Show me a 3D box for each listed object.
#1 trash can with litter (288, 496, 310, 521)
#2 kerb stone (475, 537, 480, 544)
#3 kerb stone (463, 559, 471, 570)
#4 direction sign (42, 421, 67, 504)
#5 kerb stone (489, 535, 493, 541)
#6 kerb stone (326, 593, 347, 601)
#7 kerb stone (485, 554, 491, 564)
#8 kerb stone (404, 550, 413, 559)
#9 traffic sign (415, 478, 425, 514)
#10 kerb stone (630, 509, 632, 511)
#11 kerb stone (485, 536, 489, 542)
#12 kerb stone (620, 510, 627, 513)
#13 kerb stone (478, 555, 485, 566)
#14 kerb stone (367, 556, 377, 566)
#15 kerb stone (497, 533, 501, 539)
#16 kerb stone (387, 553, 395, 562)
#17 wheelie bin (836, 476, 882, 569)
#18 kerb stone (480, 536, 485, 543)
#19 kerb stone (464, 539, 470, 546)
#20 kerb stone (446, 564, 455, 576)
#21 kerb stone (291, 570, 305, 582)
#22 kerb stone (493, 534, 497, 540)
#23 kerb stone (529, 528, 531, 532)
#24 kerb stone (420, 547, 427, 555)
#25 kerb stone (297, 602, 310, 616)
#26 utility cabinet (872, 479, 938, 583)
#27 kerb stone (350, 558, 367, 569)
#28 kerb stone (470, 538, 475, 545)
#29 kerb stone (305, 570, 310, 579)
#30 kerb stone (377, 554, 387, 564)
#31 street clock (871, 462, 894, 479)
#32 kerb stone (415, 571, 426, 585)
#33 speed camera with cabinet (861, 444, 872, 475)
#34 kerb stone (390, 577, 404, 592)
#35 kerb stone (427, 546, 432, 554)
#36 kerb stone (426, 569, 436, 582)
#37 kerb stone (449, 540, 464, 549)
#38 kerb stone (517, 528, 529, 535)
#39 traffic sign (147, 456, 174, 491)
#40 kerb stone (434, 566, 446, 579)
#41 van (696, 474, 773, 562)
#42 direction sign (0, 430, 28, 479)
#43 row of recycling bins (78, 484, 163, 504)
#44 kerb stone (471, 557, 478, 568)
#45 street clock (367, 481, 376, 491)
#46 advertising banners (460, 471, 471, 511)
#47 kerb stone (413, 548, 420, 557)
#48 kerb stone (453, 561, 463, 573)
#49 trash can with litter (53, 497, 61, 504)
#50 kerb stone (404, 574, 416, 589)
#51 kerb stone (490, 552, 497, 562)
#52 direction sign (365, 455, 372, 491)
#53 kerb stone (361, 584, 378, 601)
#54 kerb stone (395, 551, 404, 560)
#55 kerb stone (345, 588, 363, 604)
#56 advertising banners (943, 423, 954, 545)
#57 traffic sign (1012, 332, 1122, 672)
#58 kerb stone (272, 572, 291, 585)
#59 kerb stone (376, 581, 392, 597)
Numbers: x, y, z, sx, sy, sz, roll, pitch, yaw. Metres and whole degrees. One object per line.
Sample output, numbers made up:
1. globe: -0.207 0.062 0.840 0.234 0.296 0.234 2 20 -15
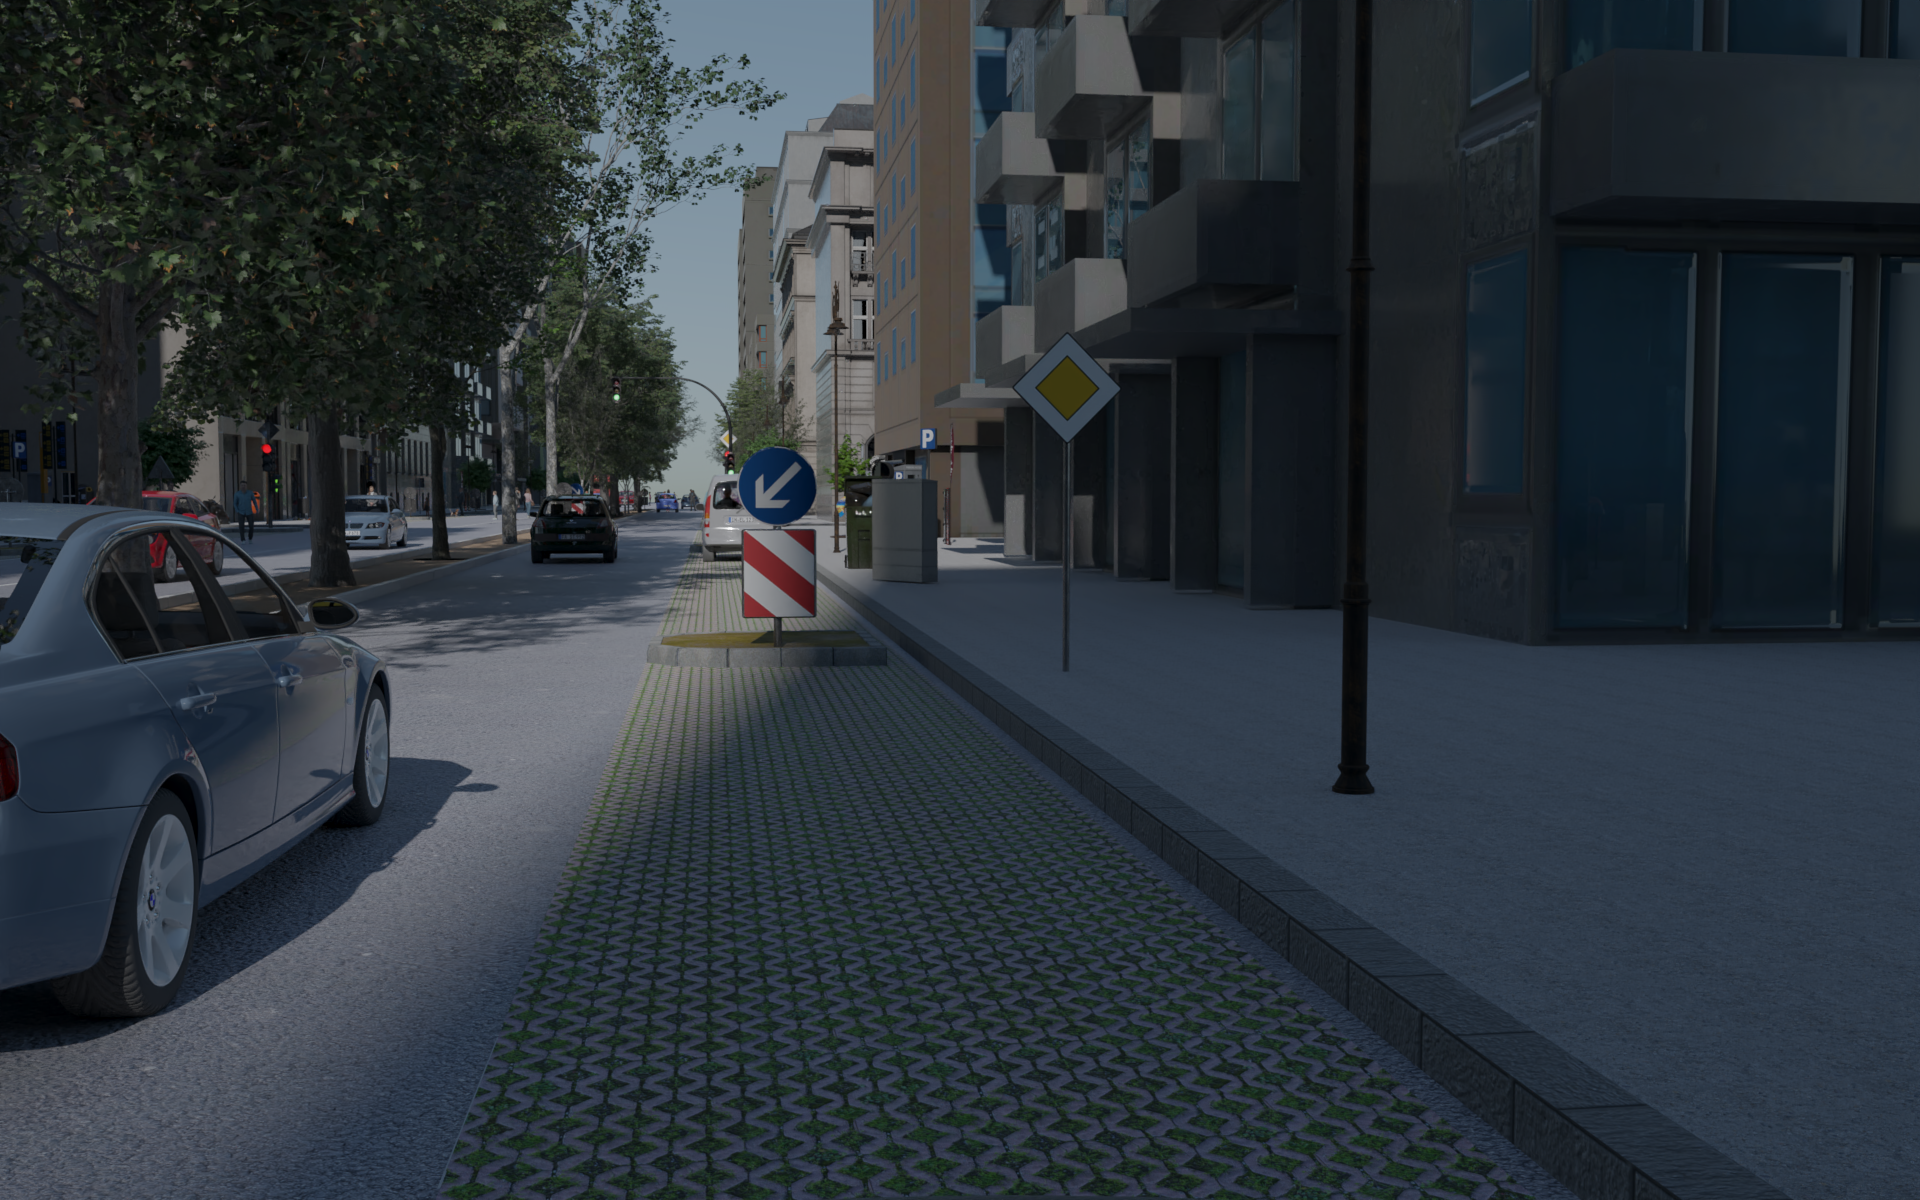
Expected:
1. trash can with litter: -31.572 -4.487 84.420 2.233 1.210 1.678 -1 4 -22
2. kerb stone: -13.942 -1.673 49.552 0.120 0.150 1.000 -1 4 -8
3. kerb stone: -9.391 -0.637 32.612 0.120 0.150 1.000 -1 4 -8
4. direction sign: -28.247 -3.797 54.079 0.876 3.537 0.379 1 4 16
5. kerb stone: -14.387 -1.859 52.592 0.120 0.150 1.000 -1 4 -8
6. kerb stone: -7.792 0.047 21.434 0.120 0.150 1.000 -1 4 -8
7. kerb stone: -9.832 -0.823 35.653 0.120 0.150 1.000 -1 4 -8
8. kerb stone: -12.333 -0.990 38.378 0.120 0.150 1.000 -1 4 -8
9. traffic sign: -34.415 -6.619 110.349 0.606 2.300 0.079 0 4 0
10. kerb stone: -27.548 -7.478 144.467 0.120 0.150 1.000 -1 4 -8
11. kerb stone: -14.240 -1.797 51.580 0.120 0.150 1.000 -1 4 -8
12. kerb stone: -26.087 -6.858 134.316 0.120 0.150 1.000 -1 4 -8
13. kerb stone: -9.680 -0.761 34.642 0.120 0.150 1.000 -1 4 -8
14. kerb stone: -11.762 -0.741 34.308 0.120 0.150 1.000 -1 4 -8
15. kerb stone: -14.665 -1.983 54.618 0.120 0.150 1.000 -1 4 -8
16. kerb stone: -12.057 -0.865 36.346 0.120 0.150 1.000 -1 4 -8
17. wheelie bin: -1.633 -1.339 29.798 0.980 1.594 0.693 0 4 -6
18. kerb stone: -14.084 -1.735 50.570 0.120 0.150 1.000 -1 4 -8
19. kerb stone: -13.654 -1.547 47.520 0.120 0.150 1.000 -1 4 -8
20. kerb stone: -9.102 -0.507 30.583 0.120 0.150 1.000 -1 4 -8
21. kerb stone: -10.895 -0.368 28.223 0.120 0.150 1.000 -1 4 -8
22. kerb stone: -14.525 -1.920 53.605 0.120 0.150 1.000 -1 4 -8
23. kerb stone: -15.983 -2.537 63.755 0.120 0.150 1.000 -1 4 -8
24. kerb stone: -12.639 -1.113 40.410 0.120 0.150 1.000 -1 4 -8
25. kerb stone: -7.640 0.109 20.414 0.120 0.150 1.000 -1 4 -8
26. utility cabinet: -0.798 -1.012 25.220 0.318 1.500 1.173 -3 5 -40
27. kerb stone: -11.608 -0.677 33.291 0.120 0.150 1.000 -1 4 -8
28. kerb stone: -13.805 -1.607 48.538 0.120 0.150 1.000 -1 4 -8
29. kerb stone: -11.036 -0.419 29.237 0.120 0.150 1.000 -1 4 -8
30. kerb stone: -11.899 -0.803 35.327 0.120 0.150 1.000 -1 4 -8
31. street clock: -1.735 -2.109 39.050 0.471 2.002 0.358 1 4 23
32. kerb stone: -8.674 -0.327 27.540 0.120 0.150 1.000 -1 4 -8
33. speed camera with cabinet: -3.323 -4.549 68.714 0.660 3.252 2.038 -3 4 -37
34. kerb stone: -8.375 -0.202 25.503 0.120 0.150 1.000 -1 4 -8
35. kerb stone: -12.778 -1.176 41.429 0.120 0.150 1.000 -1 4 -8
36. kerb stone: -8.823 -0.389 28.551 0.120 0.150 1.000 -1 4 -8
37. kerb stone: -13.510 -1.482 46.509 0.120 0.150 1.000 -1 4 -8
38. kerb stone: -15.835 -2.480 62.739 0.120 0.150 1.000 -1 4 -8
39. traffic sign: -27.060 -3.587 58.648 0.884 2.594 0.081 0 4 -5
40. kerb stone: -8.961 -0.451 29.567 0.120 0.150 1.000 -1 4 -8
41. van: -4.749 -1.875 37.675 2.013 2.044 4.112 0 4 -7
42. direction sign: -33.302 -4.218 60.964 0.876 3.537 0.379 -1 4 -20
43. row of recycling bins: -35.264 -3.999 72.492 3.534 1.692 1.069 -3 4 -37
44. kerb stone: -9.545 -0.699 33.628 0.120 0.150 1.000 -1 4 -8
45. street clock: -32.297 -5.534 95.056 0.471 2.002 0.358 2 4 28
46. advertising banners: -37.386 -8.241 130.935 0.090 3.025 2.074 0 4 4
47. kerb stone: -12.487 -1.052 39.394 0.120 0.150 1.000 -1 4 -8
48. kerb stone: -9.248 -0.575 31.600 0.120 0.150 1.000 -1 4 -8
49. trash can with litter: -32.525 -3.108 62.204 0.624 1.170 1.055 0 4 -4
50. kerb stone: -8.522 -0.262 26.529 0.120 0.150 1.000 -1 4 -8
51. kerb stone: -9.981 -0.880 36.664 0.120 0.150 1.000 -1 4 -8
52. direction sign: -34.262 -6.630 100.403 0.379 3.537 0.876 0 4 6
53. kerb stone: -8.087 -0.077 23.475 0.120 0.150 1.000 -1 4 -8
54. kerb stone: -12.197 -0.921 37.359 0.120 0.150 1.000 -1 4 -8
55. kerb stone: -7.941 -0.016 22.450 0.120 0.150 1.000 -1 4 -8
56. advertising banners: -0.294 -2.904 43.676 0.090 3.025 2.074 0 4 -6
57. traffic sign: 0.763 -0.689 12.455 0.795 2.450 0.064 0 4 -7
58. kerb stone: -10.744 -0.307 27.212 0.120 0.150 1.000 -1 4 -8
59. kerb stone: -8.229 -0.140 24.488 0.120 0.150 1.000 -1 4 -8
